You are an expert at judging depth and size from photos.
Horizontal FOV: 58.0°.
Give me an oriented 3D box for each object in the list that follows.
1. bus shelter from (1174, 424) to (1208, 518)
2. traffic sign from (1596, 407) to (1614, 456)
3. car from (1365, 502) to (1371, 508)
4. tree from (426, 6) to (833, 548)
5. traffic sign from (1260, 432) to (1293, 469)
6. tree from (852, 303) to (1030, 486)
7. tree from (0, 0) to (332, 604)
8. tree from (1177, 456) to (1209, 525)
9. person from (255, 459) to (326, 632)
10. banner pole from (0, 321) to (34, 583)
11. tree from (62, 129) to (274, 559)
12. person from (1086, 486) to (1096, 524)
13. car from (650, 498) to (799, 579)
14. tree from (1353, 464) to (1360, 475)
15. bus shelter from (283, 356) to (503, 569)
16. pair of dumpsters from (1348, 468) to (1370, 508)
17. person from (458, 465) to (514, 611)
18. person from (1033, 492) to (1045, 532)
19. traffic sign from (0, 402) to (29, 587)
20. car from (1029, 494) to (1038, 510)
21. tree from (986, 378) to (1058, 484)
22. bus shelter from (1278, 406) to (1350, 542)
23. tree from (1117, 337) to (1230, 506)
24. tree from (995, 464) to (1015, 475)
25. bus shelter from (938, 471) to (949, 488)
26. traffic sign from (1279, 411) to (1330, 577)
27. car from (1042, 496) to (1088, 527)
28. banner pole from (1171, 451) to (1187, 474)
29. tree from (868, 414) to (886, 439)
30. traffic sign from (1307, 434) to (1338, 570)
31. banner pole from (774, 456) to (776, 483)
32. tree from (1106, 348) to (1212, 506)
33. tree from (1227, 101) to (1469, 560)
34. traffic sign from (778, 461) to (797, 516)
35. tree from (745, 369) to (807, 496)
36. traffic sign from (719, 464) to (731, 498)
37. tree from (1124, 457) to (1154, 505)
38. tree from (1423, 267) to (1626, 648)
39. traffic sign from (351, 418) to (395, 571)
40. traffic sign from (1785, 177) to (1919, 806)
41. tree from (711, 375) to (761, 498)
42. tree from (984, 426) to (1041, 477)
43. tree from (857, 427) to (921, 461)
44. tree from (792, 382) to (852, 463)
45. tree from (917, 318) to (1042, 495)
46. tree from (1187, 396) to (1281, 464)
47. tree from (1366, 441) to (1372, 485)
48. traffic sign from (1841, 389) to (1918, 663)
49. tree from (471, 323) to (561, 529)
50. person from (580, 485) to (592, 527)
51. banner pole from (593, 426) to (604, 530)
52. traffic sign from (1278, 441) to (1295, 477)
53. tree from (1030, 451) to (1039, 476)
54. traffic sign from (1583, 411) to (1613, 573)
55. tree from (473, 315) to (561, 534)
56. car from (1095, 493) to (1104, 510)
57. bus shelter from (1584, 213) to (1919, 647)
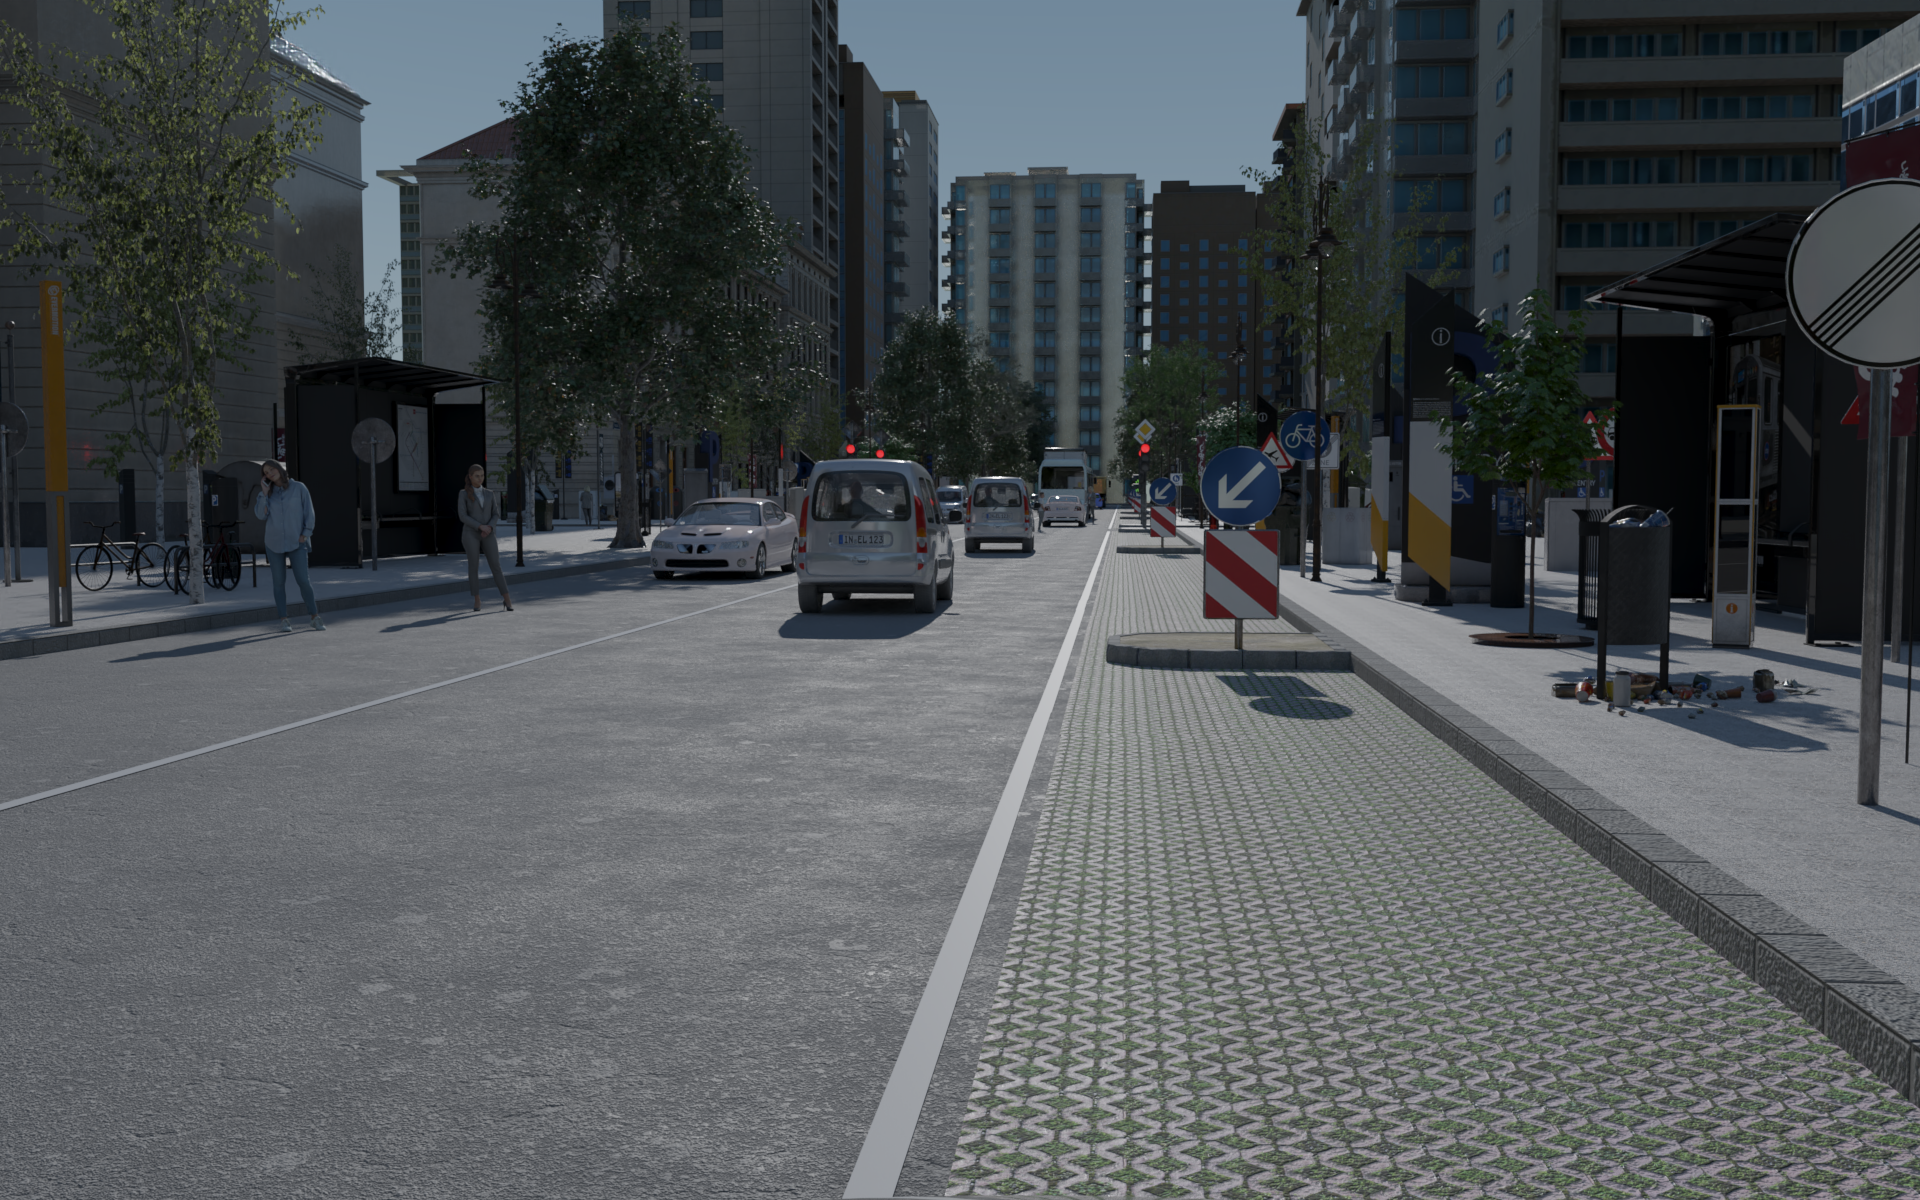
[{"bbox_3d":[12.928,-7.215,95.603,2.179,5.291,8.768,0,4,5],"label":"bus shelter"},{"bbox_3d":[9.463,-1.508,24.769,0.768,2.556,0.104,0,4,7],"label":"traffic sign"},{"bbox_3d":[16.489,-3.347,67.298,3.894,1.354,1.945,0,4,5],"label":"car"},{"bbox_3d":[-7.955,-7.603,41.314,9.611,12.733,9.660,0,3,0],"label":"tree"},{"bbox_3d":[6.512,-2.218,36.271,0.884,2.594,0.081,1,4,9],"label":"traffic sign"},{"bbox_3d":[-1.905,-11.428,103.858,9.611,12.733,9.660,0,3,0],"label":"tree"},{"bbox_3d":[-9.074,-4.247,19.801,4.360,8.622,3.978,0,3,0],"label":"tree"},{"bbox_3d":[10.845,-5.072,77.535,1.663,3.219,1.824,0,3,0],"label":"tree"},{"bbox_3d":[-6.996,-0.571,18.095,0.793,1.790,0.793,-3,5,-39],"label":"person"},{"bbox_3d":[-13.820,-2.135,24.920,0.401,3.779,0.863,2,4,24],"label":"banner pole"},{"bbox_3d":[-15.834,-5.132,34.267,4.737,8.622,4.395,0,3,0],"label":"tree"},{"bbox_3d":[6.303,-4.574,83.467,0.537,1.800,0.526,3,5,43],"label":"person"},{"bbox_3d":[-4.078,-1.122,30.703,2.083,1.381,4.827,0,4,6],"label":"car"},{"bbox_3d":[21.201,-6.052,93.558,1.663,3.219,1.824,0,3,0],"label":"tree"},{"bbox_3d":[-10.517,-2.534,32.716,1.731,3.624,6.357,0,4,5],"label":"bus shelter"},{"bbox_3d":[12.768,-3.421,58.429,1.574,2.255,4.437,0,4,6],"label":"pair of dumpsters"},{"bbox_3d":[-5.803,-0.759,21.176,0.573,1.790,0.520,3,4,37],"label":"person"},{"bbox_3d":[3.051,-3.338,65.678,0.503,1.515,0.523,3,5,40],"label":"person"},{"bbox_3d":[-13.205,-1.458,23.945,0.768,2.556,0.104,1,4,13],"label":"traffic sign"},{"bbox_3d":[6.254,-7.867,140.422,2.131,1.459,4.920,0,4,4],"label":"car"},{"bbox_3d":[6.253,-17.328,189.966,9.857,13.997,8.962,0,3,0],"label":"tree"},{"bbox_3d":[9.924,-3.557,49.443,1.731,3.624,6.357,0,4,5],"label":"bus shelter"},{"bbox_3d":[14.273,-11.643,116.112,9.928,11.665,9.643,0,3,0],"label":"tree"},{"bbox_3d":[4.434,-13.536,171.680,4.737,8.622,4.395,0,3,0],"label":"tree"},{"bbox_3d":[-0.717,-8.612,134.736,2.014,3.302,5.546,0,4,5],"label":"bus shelter"},{"bbox_3d":[5.281,-1.620,26.601,0.768,2.556,0.104,0,4,6],"label":"traffic sign"},{"bbox_3d":[4.649,-3.962,77.145,2.083,1.381,4.827,0,4,5],"label":"car"},{"bbox_3d":[12.818,-6.746,100.309,0.863,3.779,0.401,0,4,2],"label":"banner pole"},{"bbox_3d":[-5.691,-11.899,144.902,4.360,8.622,3.978,0,3,0],"label":"tree"},{"bbox_3d":[6.035,-1.645,29.021,0.606,2.300,0.079,1,4,12],"label":"traffic sign"},{"bbox_3d":[-12.108,-7.541,113.313,0.401,3.779,0.863,0,4,-4],"label":"banner pole"},{"bbox_3d":[15.873,-13.369,135.588,9.611,12.733,9.660,0,3,0],"label":"tree"},{"bbox_3d":[7.293,-5.064,33.163,4.737,8.622,4.395,0,3,0],"label":"tree"},{"bbox_3d":[-6.560,-4.023,65.883,0.768,2.556,0.104,1,4,12],"label":"traffic sign"},{"bbox_3d":[-11.112,-9.268,101.899,4.360,8.622,3.978,0,3,0],"label":"tree"},{"bbox_3d":[-8.128,-3.498,59.328,0.606,2.300,0.079,1,4,13],"label":"traffic sign"},{"bbox_3d":[23.085,-16.852,209.937,7.601,10.594,8.767,0,4,-3],"label":"tree"},{"bbox_3d":[5.035,-1.240,14.868,1.663,3.219,1.824,0,3,0],"label":"tree"},{"bbox_3d":[-9.800,-1.763,28.927,0.768,2.556,0.104,0,4,6],"label":"traffic sign"},{"bbox_3d":[3.756,-0.427,7.088,0.768,2.556,0.104,1,4,13],"label":"traffic sign"},{"bbox_3d":[-13.073,-8.979,97.170,4.737,8.622,4.395,0,3,0],"label":"tree"},{"bbox_3d":[6.767,-16.395,202.467,7.601,10.594,8.767,1,4,21],"label":"tree"},{"bbox_3d":[-3.616,-6.203,85.126,4.285,4.588,4.351,0,3,0],"label":"tree"},{"bbox_3d":[-8.913,-9.999,113.841,4.737,8.622,4.395,0,3,0],"label":"tree"},{"bbox_3d":[0.484,-12.830,120.132,12.009,13.543,11.850,0,3,0],"label":"tree"},{"bbox_3d":[9.354,-4.560,58.275,4.285,4.588,4.351,0,3,0],"label":"tree"},{"bbox_3d":[21.629,-6.260,86.065,4.285,4.588,4.351,0,3,0],"label":"tree"},{"bbox_3d":[7.130,-0.803,13.125,0.884,2.594,0.081,1,4,12],"label":"traffic sign"},{"bbox_3d":[-15.820,-6.958,64.131,4.360,8.622,3.978,0,3,0],"label":"tree"},{"bbox_3d":[-15.567,-3.872,71.988,0.537,1.800,0.526,-2,4,-29],"label":"person"},{"bbox_3d":[-13.059,-4.456,62.873,0.401,3.779,0.863,0,4,7],"label":"banner pole"},{"bbox_3d":[7.617,-2.524,41.379,0.768,2.556,0.104,1,4,9],"label":"traffic sign"},{"bbox_3d":[1.992,-14.153,148.404,9.611,12.733,9.660,0,3,0],"label":"tree"},{"bbox_3d":[9.873,-1.665,27.234,0.884,2.594,0.081,1,4,11],"label":"traffic sign"},{"bbox_3d":[-13.663,-6.421,55.353,4.737,8.622,4.395,0,3,0],"label":"tree"},{"bbox_3d":[12.296,-9.195,159.921,1.945,1.707,3.694,0,4,5],"label":"car"},{"bbox_3d":[7.969,-1.605,17.520,1.731,3.624,6.357,0,4,5],"label":"bus shelter"}]
